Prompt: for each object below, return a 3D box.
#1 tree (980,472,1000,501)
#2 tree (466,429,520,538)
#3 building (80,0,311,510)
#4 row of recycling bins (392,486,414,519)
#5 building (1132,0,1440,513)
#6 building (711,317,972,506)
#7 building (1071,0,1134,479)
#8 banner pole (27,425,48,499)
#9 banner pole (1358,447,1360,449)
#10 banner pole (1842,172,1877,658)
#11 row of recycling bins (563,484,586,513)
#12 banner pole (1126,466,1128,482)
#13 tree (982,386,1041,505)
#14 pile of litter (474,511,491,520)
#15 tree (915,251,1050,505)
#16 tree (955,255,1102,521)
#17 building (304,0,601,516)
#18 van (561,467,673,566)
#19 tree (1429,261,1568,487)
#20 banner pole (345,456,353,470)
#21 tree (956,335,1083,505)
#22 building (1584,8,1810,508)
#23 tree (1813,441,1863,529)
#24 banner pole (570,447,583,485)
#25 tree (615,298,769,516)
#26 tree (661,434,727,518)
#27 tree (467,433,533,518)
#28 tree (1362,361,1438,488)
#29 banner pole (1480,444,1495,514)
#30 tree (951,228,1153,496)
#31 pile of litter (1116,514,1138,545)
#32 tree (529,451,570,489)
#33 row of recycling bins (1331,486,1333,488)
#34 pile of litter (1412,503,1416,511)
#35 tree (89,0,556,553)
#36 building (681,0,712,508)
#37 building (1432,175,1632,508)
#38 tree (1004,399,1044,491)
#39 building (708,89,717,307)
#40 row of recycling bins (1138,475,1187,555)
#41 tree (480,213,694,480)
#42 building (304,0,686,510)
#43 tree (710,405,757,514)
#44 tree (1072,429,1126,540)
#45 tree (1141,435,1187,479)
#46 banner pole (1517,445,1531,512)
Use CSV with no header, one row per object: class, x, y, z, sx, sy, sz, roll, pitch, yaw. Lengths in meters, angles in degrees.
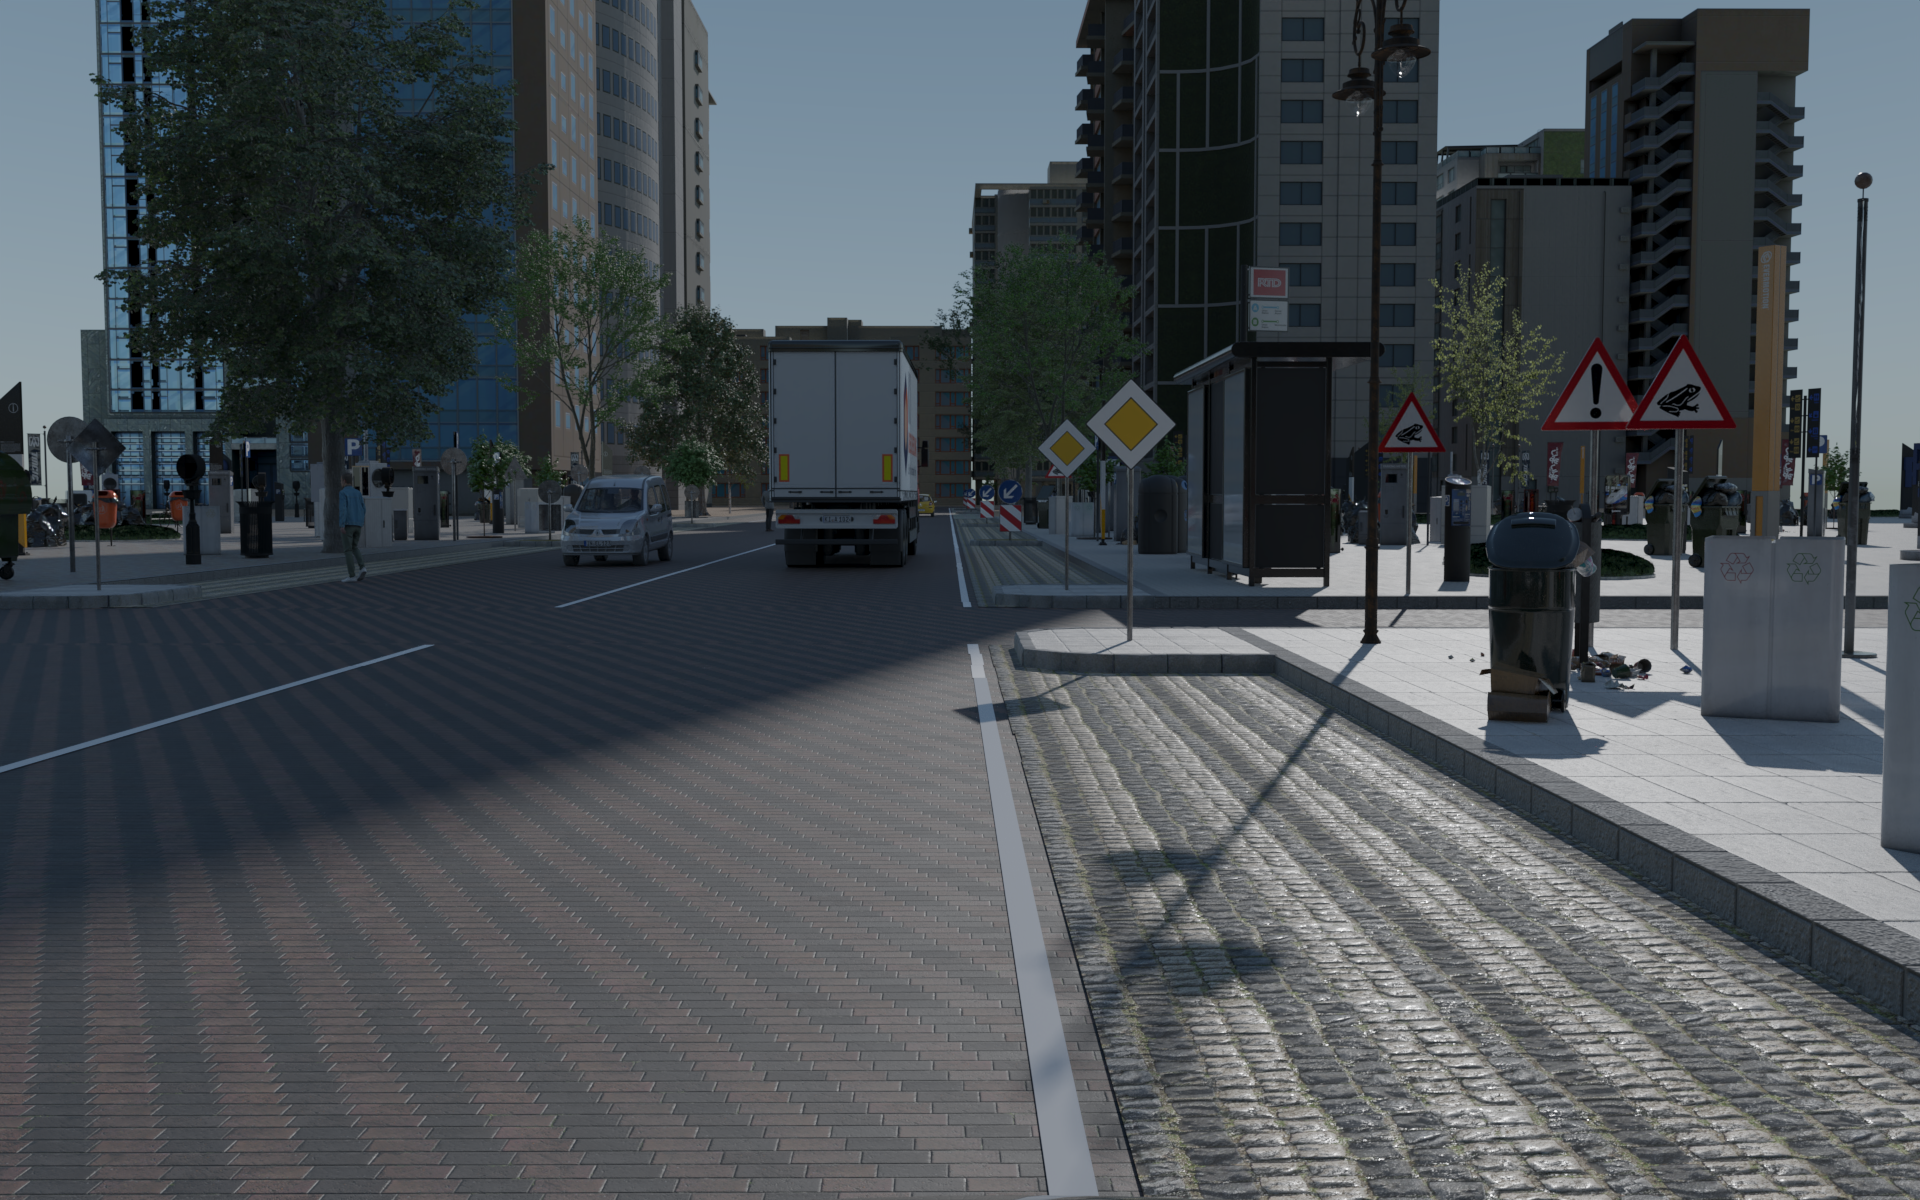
tree,2.407,-9.527,150.365,1.663,3.219,1.824,0,3,0
tree,-13.934,-3.415,50.437,1.663,3.219,1.824,0,3,0
building,-60.685,-51.347,152.187,31.000,86.520,22.319,0,4,0
row of recycling bins,-29.080,-5.079,90.158,1.069,1.692,3.534,-3,4,-38
building,21.723,-42.040,125.607,20.563,71.187,20.611,0,4,0
building,-13.283,-21.941,203.777,28.899,21.520,27.650,0,4,0
building,21.449,-30.366,151.104,22.147,44.769,28.867,0,4,0
banner pole,-33.452,-4.461,62.954,0.401,3.779,0.863,3,4,36
banner pole,21.523,-6.281,92.705,0.863,3.779,0.401,-2,4,-25
banner pole,6.926,-1.429,13.382,0.401,3.779,0.863,2,4,27
row of recycling bins,-14.821,-3.857,70.173,1.069,1.692,3.534,1,4,21
banner pole,4.493,-3.417,45.884,0.401,3.779,0.863,1,4,18
tree,3.384,-9.691,108.809,4.737,8.622,4.395,0,3,0
pile of litter,-23.090,-4.326,84.699,1.176,0.858,1.719,2,4,30
tree,2.547,-17.261,138.102,12.611,20.169,13.585,0,3,0
tree,3.480,-10.035,82.194,7.486,12.596,7.792,0,3,0
building,-30.412,-27.846,105.392,14.600,45.320,14.200,0,4,0
van,-7.059,-1.765,35.863,2.013,2.044,4.112,0,4,1
tree,16.556,-6.371,54.528,4.360,8.622,3.978,0,3,0
banner pole,-31.833,-6.120,90.077,0.863,3.779,0.401,-2,4,-23
tree,3.352,-9.719,93.313,7.601,10.594,8.767,0,4,-2
building,66.547,-31.102,158.627,14.200,45.320,14.600,0,4,0
tree,32.187,-4.211,63.445,1.663,3.219,1.824,0,3,0
banner pole,-20.013,-6.161,90.745,0.863,3.779,0.401,-2,4,-34
tree,-15.275,-11.284,101.509,9.611,12.733,9.660,0,3,0
tree,-14.140,-6.654,92.514,4.285,4.588,4.351,0,3,0
tree,-24.760,-6.688,93.059,4.285,4.588,4.351,0,3,0
tree,24.549,-8.910,96.048,4.737,8.622,4.395,0,3,0
banner pole,26.510,-5.930,86.977,0.863,3.779,0.401,1,4,19
tree,3.809,-8.782,69.343,9.928,11.665,9.643,0,3,0
pile of litter,4.785,-1.843,44.095,1.719,0.858,1.176,0,4,-3
tree,-18.297,-5.037,76.961,1.663,3.219,1.824,0,3,0
row of recycling bins,17.115,-4.678,83.593,1.069,1.692,3.534,-1,4,-12
pile of litter,22.824,-4.514,87.775,1.719,0.858,1.176,3,4,37
tree,-13.612,-8.000,37.454,9.857,13.997,8.962,0,3,0
building,-34.358,-32.499,155.062,21.600,48.544,21.300,0,4,0
building,52.383,-23.778,160.469,14.107,30.474,14.160,0,4,0
tree,4.186,-10.458,121.358,4.360,8.622,3.978,0,3,0
building,-41.748,-37.526,202.792,27.495,52.752,28.713,0,4,0
row of recycling bins,4.826,-1.906,38.277,1.069,1.692,3.534,2,4,28
tree,-14.181,-8.561,65.721,9.928,11.665,9.643,0,3,0
building,-32.902,-35.754,126.578,21.231,58.520,28.212,0,4,0
tree,-15.108,-9.978,113.508,4.737,8.622,4.395,0,3,0
tree,3.725,-3.338,49.176,1.663,3.219,1.824,0,3,0
tree,6.493,-3.716,55.362,1.663,3.219,1.824,0,3,0
banner pole,28.481,-5.973,87.677,0.401,3.779,0.863,-3,5,-39
